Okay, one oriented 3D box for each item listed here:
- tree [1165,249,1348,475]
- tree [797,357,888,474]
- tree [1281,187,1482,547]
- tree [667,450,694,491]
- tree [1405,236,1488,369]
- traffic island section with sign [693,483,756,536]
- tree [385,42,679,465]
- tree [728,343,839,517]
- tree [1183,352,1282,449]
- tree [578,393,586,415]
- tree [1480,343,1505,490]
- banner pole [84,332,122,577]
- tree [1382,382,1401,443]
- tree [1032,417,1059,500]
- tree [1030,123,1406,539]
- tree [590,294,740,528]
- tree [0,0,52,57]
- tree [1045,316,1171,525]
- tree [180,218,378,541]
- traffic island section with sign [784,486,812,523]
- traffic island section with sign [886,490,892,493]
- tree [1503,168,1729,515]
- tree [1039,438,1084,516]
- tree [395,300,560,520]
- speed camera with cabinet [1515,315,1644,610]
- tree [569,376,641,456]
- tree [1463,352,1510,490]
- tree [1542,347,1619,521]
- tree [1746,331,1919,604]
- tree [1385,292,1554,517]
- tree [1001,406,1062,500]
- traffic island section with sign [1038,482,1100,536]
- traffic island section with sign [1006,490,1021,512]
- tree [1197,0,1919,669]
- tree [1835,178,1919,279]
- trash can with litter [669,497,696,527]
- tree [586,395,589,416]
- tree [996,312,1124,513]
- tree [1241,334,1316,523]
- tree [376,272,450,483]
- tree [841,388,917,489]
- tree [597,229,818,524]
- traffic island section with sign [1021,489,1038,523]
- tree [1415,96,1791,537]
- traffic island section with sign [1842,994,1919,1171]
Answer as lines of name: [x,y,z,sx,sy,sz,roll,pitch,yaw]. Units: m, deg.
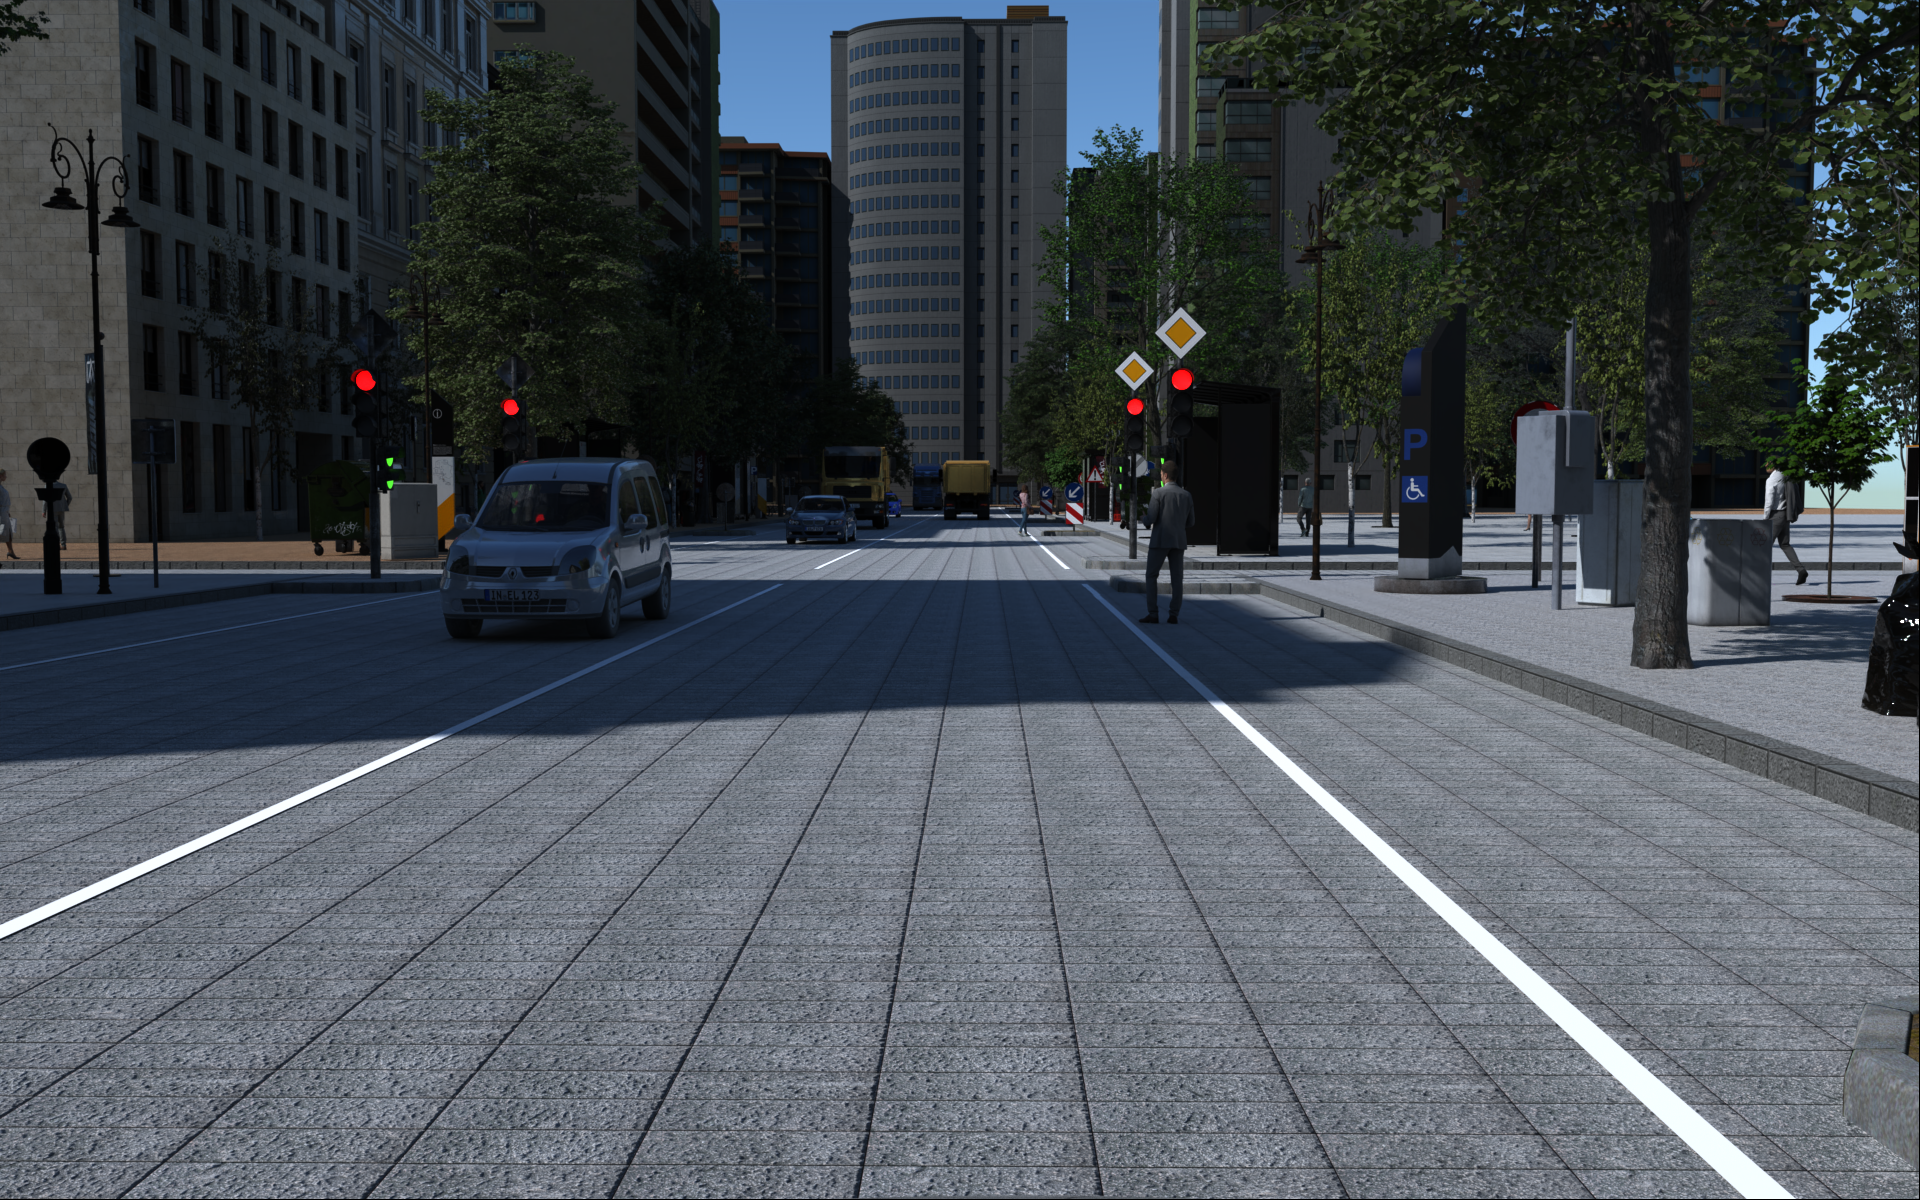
tree: [15.242,-11.098,88.101,9.857,13.997,8.962,0,3,0]
tree: [-9.626,-13.756,143.042,7.486,12.596,7.792,0,3,0]
tree: [9.465,-5.559,41.252,4.737,8.622,4.395,0,3,0]
tree: [-18.061,-9.109,99.302,4.360,8.622,3.978,0,3,0]
tree: [16.204,-8.582,66.065,9.928,11.665,9.643,0,3,0]
traffic island section with sign: [-8.123,-3.142,60.006,1.989,1.847,2.006,0,4,1]
tree: [-10.652,-7.703,44.066,7.486,12.596,7.792,0,3,0]
tree: [-10.449,-9.959,97.249,7.601,10.594,8.767,-1,4,-21]
tree: [16.495,-10.376,104.065,7.601,10.594,8.767,-1,4,-15]
tree: [-18.712,-7.552,73.836,4.737,8.622,4.395,0,3,0]
tree: [22.838,-7.760,77.231,4.737,8.622,4.395,0,3,0]
banner pole: [-13.429,-2.260,26.972,0.863,3.779,0.401,3,5,43]
tree: [27.517,-9.510,105.845,4.360,8.622,3.978,0,3,0]
tree: [7.911,-12.247,150.606,4.360,8.622,3.978,0,3,0]
tree: [5.586,-7.573,49.581,9.928,11.665,9.643,0,3,0]
tree: [-10.549,-6.993,64.698,4.737,8.622,4.395,0,3,0]
tree: [-11.381,-5.391,13.900,9.928,11.665,9.643,0,3,0]
tree: [6.525,-7.443,72.059,4.737,8.622,4.395,0,3,0]
tree: [-18.966,-5.924,47.227,4.360,8.622,3.978,0,3,0]
traffic island section with sign: [-7.751,-4.791,86.959,1.989,1.847,2.006,0,4,1]
traffic island section with sign: [-6.673,-9.543,164.662,1.989,1.847,2.006,0,4,1]
tree: [15.293,-5.478,39.930,4.737,8.622,4.395,0,3,0]
tree: [6.325,-7.166,100.883,4.285,4.588,4.351,0,3,0]
tree: [-17.738,-6.852,62.397,4.737,8.622,4.395,0,3,0]
speed camera with cabinet: [7.223,-1.552,19.719,2.038,3.252,0.660,-2,4,-33]
tree: [-17.077,-8.194,84.340,4.360,8.622,3.978,0,3,0]
tree: [25.380,-8.373,87.260,4.360,8.622,3.978,0,3,0]
tree: [28.740,-8.005,81.248,4.360,8.622,3.978,0,3,0]
tree: [10.446,-1.601,20.772,1.663,3.219,1.824,0,3,0]
tree: [27.859,-10.914,95.451,9.611,12.733,9.660,0,3,0]
tree: [8.309,-14.509,171.626,8.767,10.594,7.601,0,4,1]
traffic island section with sign: [3.792,-3.123,59.692,1.989,1.847,2.006,0,4,1]
traffic island section with sign: [4.857,-7.793,136.048,1.989,1.847,2.006,0,4,1]
tree: [4.925,-5.792,12.831,7.486,12.596,7.792,0,3,0]
tree: [21.341,-5.377,38.283,4.360,8.622,3.978,0,3,0]
trash can with litter: [-10.838,-3.438,67.598,1.055,1.170,0.624,0,4,8]
tree: [-18.216,-8.658,91.922,4.737,8.622,4.395,0,3,0]
tree: [7.443,-13.023,119.586,9.857,13.997,8.962,0,3,0]
tree: [14.201,-7.770,77.396,4.360,8.622,3.978,0,3,0]
tree: [-18.819,-6.496,56.577,4.360,8.622,3.978,0,3,0]
tree: [-9.106,-16.347,184.288,9.611,12.733,9.660,0,3,0]
tree: [-11.215,-9.694,75.498,9.611,12.733,9.660,0,3,0]
traffic island section with sign: [4.174,-4.772,86.645,1.989,1.847,2.006,0,4,1]
tree: [18.982,-8.639,51.611,12.009,13.543,11.850,0,3,0]
traffic island section with sign: [3.024,0.314,3.501,1.989,1.847,2.006,0,4,1]
